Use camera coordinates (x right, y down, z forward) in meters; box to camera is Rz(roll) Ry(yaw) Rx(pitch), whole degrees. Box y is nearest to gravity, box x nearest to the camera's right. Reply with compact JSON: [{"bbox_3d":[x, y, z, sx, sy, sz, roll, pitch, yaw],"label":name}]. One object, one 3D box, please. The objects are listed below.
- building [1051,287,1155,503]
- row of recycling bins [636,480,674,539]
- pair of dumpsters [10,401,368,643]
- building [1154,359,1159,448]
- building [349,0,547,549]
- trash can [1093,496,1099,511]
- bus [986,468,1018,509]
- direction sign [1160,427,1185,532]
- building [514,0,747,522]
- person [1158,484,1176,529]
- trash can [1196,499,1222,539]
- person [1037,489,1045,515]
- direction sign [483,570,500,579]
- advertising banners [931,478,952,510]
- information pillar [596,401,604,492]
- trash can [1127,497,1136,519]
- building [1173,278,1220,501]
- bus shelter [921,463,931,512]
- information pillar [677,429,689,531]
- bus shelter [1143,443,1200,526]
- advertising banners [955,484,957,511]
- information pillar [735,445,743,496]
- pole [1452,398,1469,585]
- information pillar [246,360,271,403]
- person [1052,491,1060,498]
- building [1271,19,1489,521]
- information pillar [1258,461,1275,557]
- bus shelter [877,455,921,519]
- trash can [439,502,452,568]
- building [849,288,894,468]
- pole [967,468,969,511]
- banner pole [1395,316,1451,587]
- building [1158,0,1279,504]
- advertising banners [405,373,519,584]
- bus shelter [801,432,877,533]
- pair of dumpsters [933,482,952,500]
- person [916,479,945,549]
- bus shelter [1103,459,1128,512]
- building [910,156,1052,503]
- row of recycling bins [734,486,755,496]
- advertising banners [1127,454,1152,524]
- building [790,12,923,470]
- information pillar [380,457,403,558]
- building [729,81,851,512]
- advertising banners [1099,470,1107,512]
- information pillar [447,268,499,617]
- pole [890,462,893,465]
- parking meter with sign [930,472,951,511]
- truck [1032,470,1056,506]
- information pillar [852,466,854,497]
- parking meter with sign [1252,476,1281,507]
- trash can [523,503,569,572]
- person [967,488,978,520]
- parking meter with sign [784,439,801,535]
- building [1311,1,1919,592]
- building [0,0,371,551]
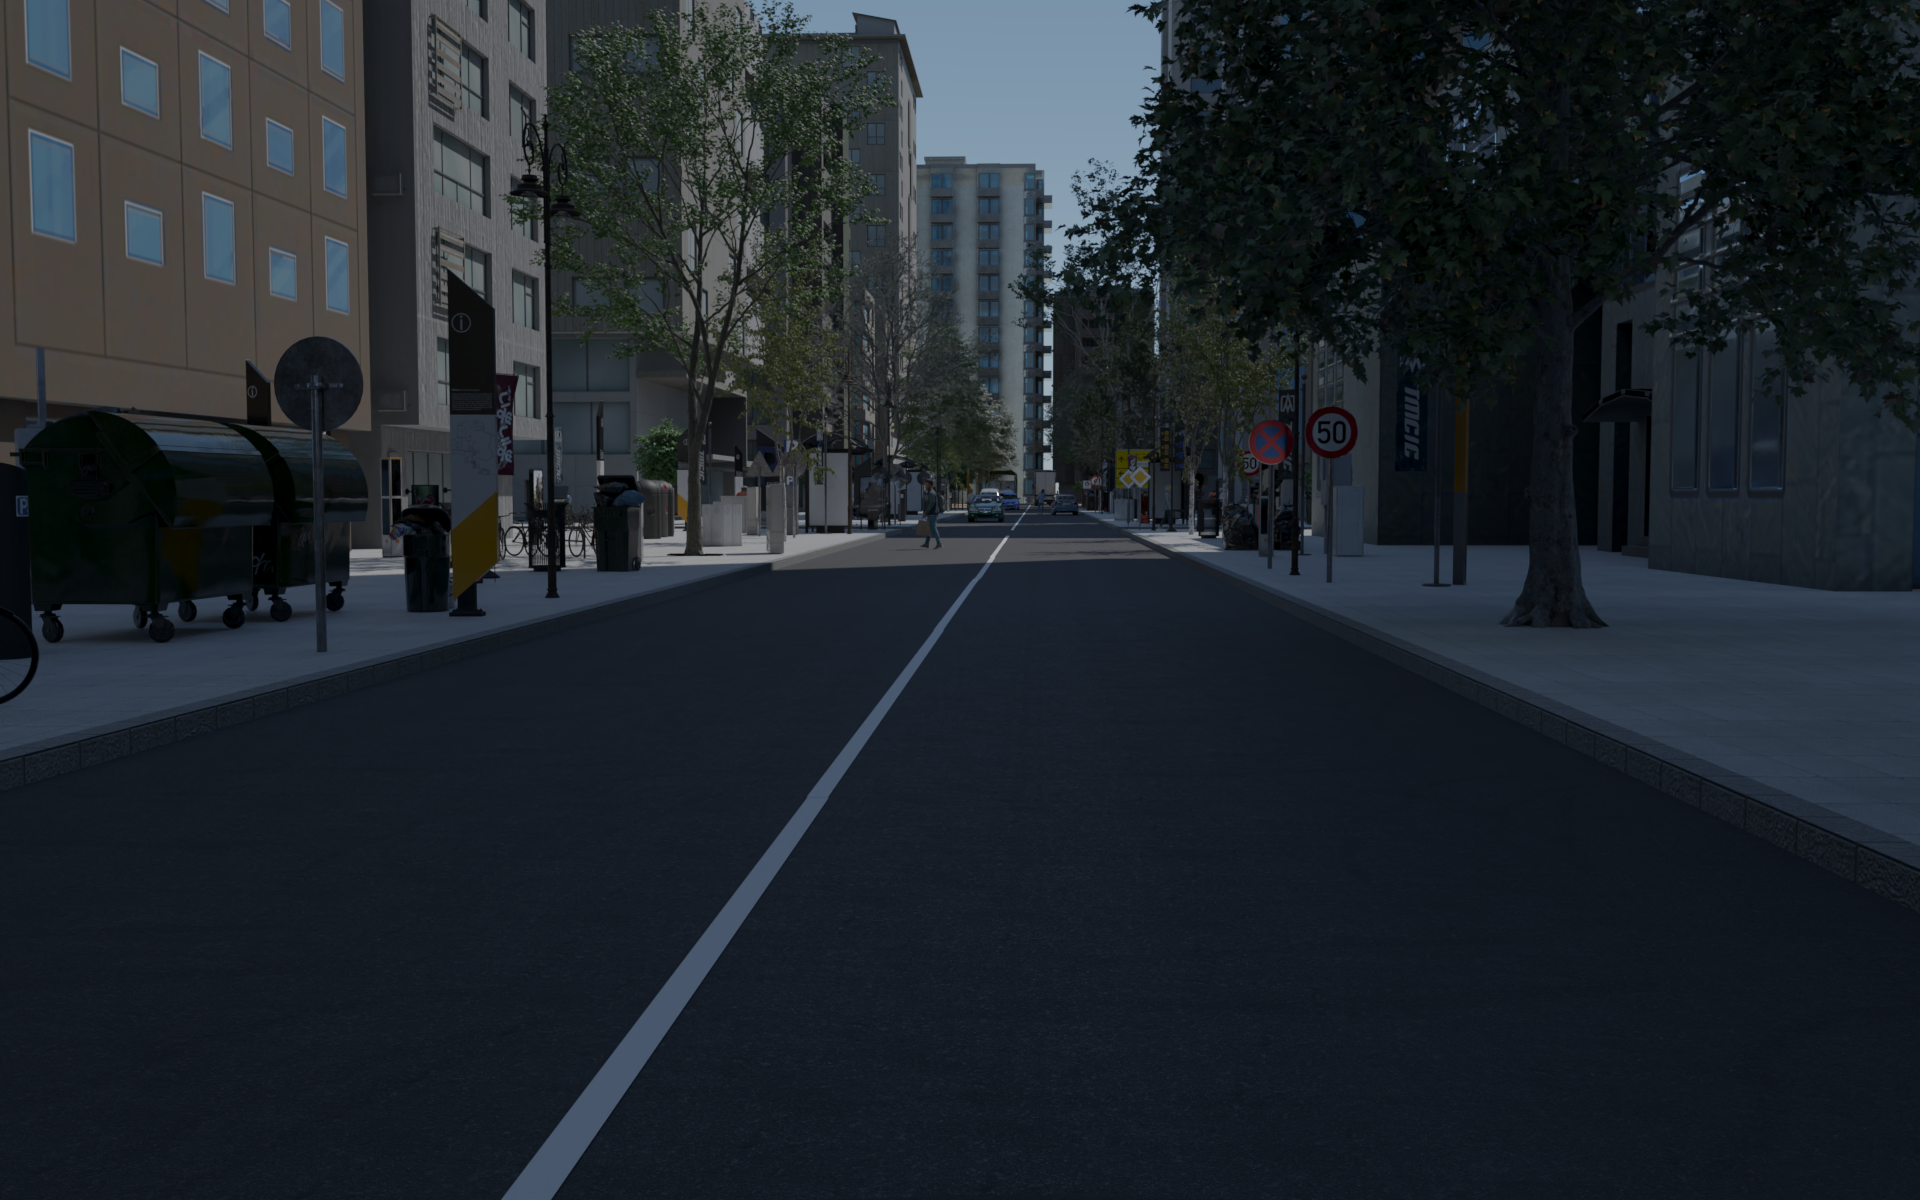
[{"bbox_3d":[19.932,-28.823,242.949,14.107,30.474,14.160,0,4,3],"label":"building"},{"bbox_3d":[-9.062,-2.673,50.813,1.069,1.692,3.534,0,4,-1],"label":"row of recycling bins"},{"bbox_3d":[-7.330,-0.879,16.872,1.574,2.255,4.437,0,4,2],"label":"pair of dumpsters"},{"bbox_3d":[41.674,-24.646,248.000,28.899,21.520,27.650,0,4,3],"label":"building"},{"bbox_3d":[-19.106,-22.177,46.196,14.086,41.232,14.154,0,4,3],"label":"building"},{"bbox_3d":[10.422,-7.310,131.171,0.748,1.137,0.748,0,3,0],"label":"trash can"},{"bbox_3d":[4.140,-10.635,165.435,2.896,3.916,12.252,0,4,3],"label":"bus"},{"bbox_3d":[7.216,-4.093,58.919,0.876,3.537,0.379,2,4,30],"label":"direction sign"},{"bbox_3d":[-25.357,-30.685,90.942,28.713,52.752,27.495,0,4,3],"label":"building"},{"bbox_3d":[7.977,-3.541,66.575,0.728,1.800,0.709,1,4,14],"label":"person"},{"bbox_3d":[7.206,-2.354,50.143,0.748,1.137,0.748,0,3,0],"label":"trash can"},{"bbox_3d":[5.654,-6.848,120.727,0.793,1.790,0.793,3,5,41],"label":"person"},{"bbox_3d":[-7.210,-2.098,26.303,0.379,3.537,0.876,0,4,4],"label":"direction sign"},{"bbox_3d":[-1.489,-8.851,140.908,2.074,3.025,0.090,2,4,28],"label":"advertising banners"},{"bbox_3d":[-8.977,-3.175,43.258,0.183,3.616,0.504,0,3,0],"label":"information pillar"},{"bbox_3d":[8.924,-4.745,89.228,0.748,1.137,0.748,0,3,0],"label":"trash can"},{"bbox_3d":[25.595,-23.223,151.399,14.160,30.474,14.107,0,4,3],"label":"building"},{"bbox_3d":[-2.976,-6.982,108.087,2.014,3.302,5.546,0,4,3],"label":"bus shelter"},{"bbox_3d":[-9.475,-4.176,59.639,0.504,3.616,0.183,0,4,1],"label":"information pillar"},{"bbox_3d":[8.685,-4.731,71.275,2.014,3.302,5.546,0,4,3],"label":"bus shelter"},{"bbox_3d":[-0.299,-8.185,130.014,0.090,3.025,2.074,0,4,1],"label":"advertising banners"},{"bbox_3d":[-10.610,-5.606,83.006,0.183,3.616,0.504,3,4,37],"label":"information pillar"},{"bbox_3d":[7.065,-1.869,24.400,0.158,3.312,0.155,0,3,0],"label":"pole"},{"bbox_3d":[-12.212,-2.376,30.199,0.504,3.616,0.183,1,4,22],"label":"information pillar"},{"bbox_3d":[11.015,-11.442,195.584,1.348,1.824,0.705,1,4,21],"label":"person"},{"bbox_3d":[23.169,-26.499,83.373,14.200,45.320,14.600,0,4,3],"label":"building"},{"bbox_3d":[6.285,-1.897,35.515,0.304,2.012,0.304,1,4,9],"label":"information pillar"},{"bbox_3d":[-3.388,-5.974,91.598,2.014,3.302,5.546,0,4,3],"label":"bus shelter"},{"bbox_3d":[-8.752,-1.142,30.320,0.748,1.137,0.748,0,3,0],"label":"trash can"},{"bbox_3d":[-21.116,-19.306,160.686,27.650,21.520,28.899,0,4,3],"label":"building"},{"bbox_3d":[0.638,-8.633,134.997,0.158,3.312,0.155,0,3,0],"label":"pole"},{"bbox_3d":[6.444,-2.087,24.134,0.863,3.779,0.401,2,4,35],"label":"banner pole"},{"bbox_3d":[30.387,-38.535,172.052,21.231,58.520,28.212,0,4,3],"label":"building"},{"bbox_3d":[-7.014,-1.736,24.579,0.090,3.025,2.074,2,4,33],"label":"advertising banners"},{"bbox_3d":[-4.197,-3.986,59.092,2.014,3.302,5.546,0,4,3],"label":"bus shelter"},{"bbox_3d":[-1.493,-8.059,134.262,1.574,2.255,4.437,0,4,3],"label":"pair of dumpsters"},{"bbox_3d":[-0.774,-2.224,44.854,0.713,1.824,0.794,1,4,18],"label":"person"},{"bbox_3d":[10.785,-7.860,119.800,1.731,3.624,6.357,0,4,3],"label":"bus shelter"},{"bbox_3d":[-2.106,-38.449,248.250,30.456,49.044,23.786,0,4,3],"label":"building"},{"bbox_3d":[-14.055,-6.282,109.821,3.534,1.692,1.069,1,4,14],"label":"row of recycling bins"},{"bbox_3d":[8.095,-4.843,75.365,2.074,3.025,0.090,3,5,43],"label":"advertising banners"},{"bbox_3d":[-18.855,-37.324,199.487,27.495,52.752,28.713,0,4,3],"label":"building"},{"bbox_3d":[-11.455,-1.861,34.919,0.304,2.012,0.304,2,4,33],"label":"information pillar"},{"bbox_3d":[-15.494,-21.486,123.001,14.160,30.474,14.107,0,4,3],"label":"building"},{"bbox_3d":[10.465,-7.854,124.597,0.090,3.025,2.074,2,4,30],"label":"advertising banners"},{"bbox_3d":[-5.097,-1.636,18.105,0.504,3.616,0.183,0,4,-1],"label":"information pillar"},{"bbox_3d":[-4.207,-6.897,106.614,0.158,3.312,0.155,0,3,0],"label":"pole"},{"bbox_3d":[-1.622,-8.679,138.163,1.738,3.016,0.543,0,4,7],"label":"parking meter with sign"},{"bbox_3d":[10.200,-13.473,209.191,2.839,4.237,11.283,0,4,2],"label":"truck"},{"bbox_3d":[-8.364,-8.802,135.263,0.504,3.616,0.183,-2,4,-26],"label":"information pillar"},{"bbox_3d":[13.033,-4.818,75.038,1.738,3.016,0.543,1,4,18],"label":"parking meter with sign"},{"bbox_3d":[-6.855,-1.045,28.738,0.748,1.137,0.748,0,3,0],"label":"trash can"},{"bbox_3d":[0.786,-5.185,93.944,0.731,1.740,0.598,-2,4,-24],"label":"person"},{"bbox_3d":[-5.332,-3.558,54.430,0.543,3.016,1.738,0,4,-1],"label":"parking meter with sign"},{"bbox_3d":[21.363,-44.191,35.200,22.319,86.520,31.000,0,4,3],"label":"building"},{"bbox_3d":[-20.506,-23.303,31.109,14.600,45.320,14.200,0,4,3],"label":"building"}]
